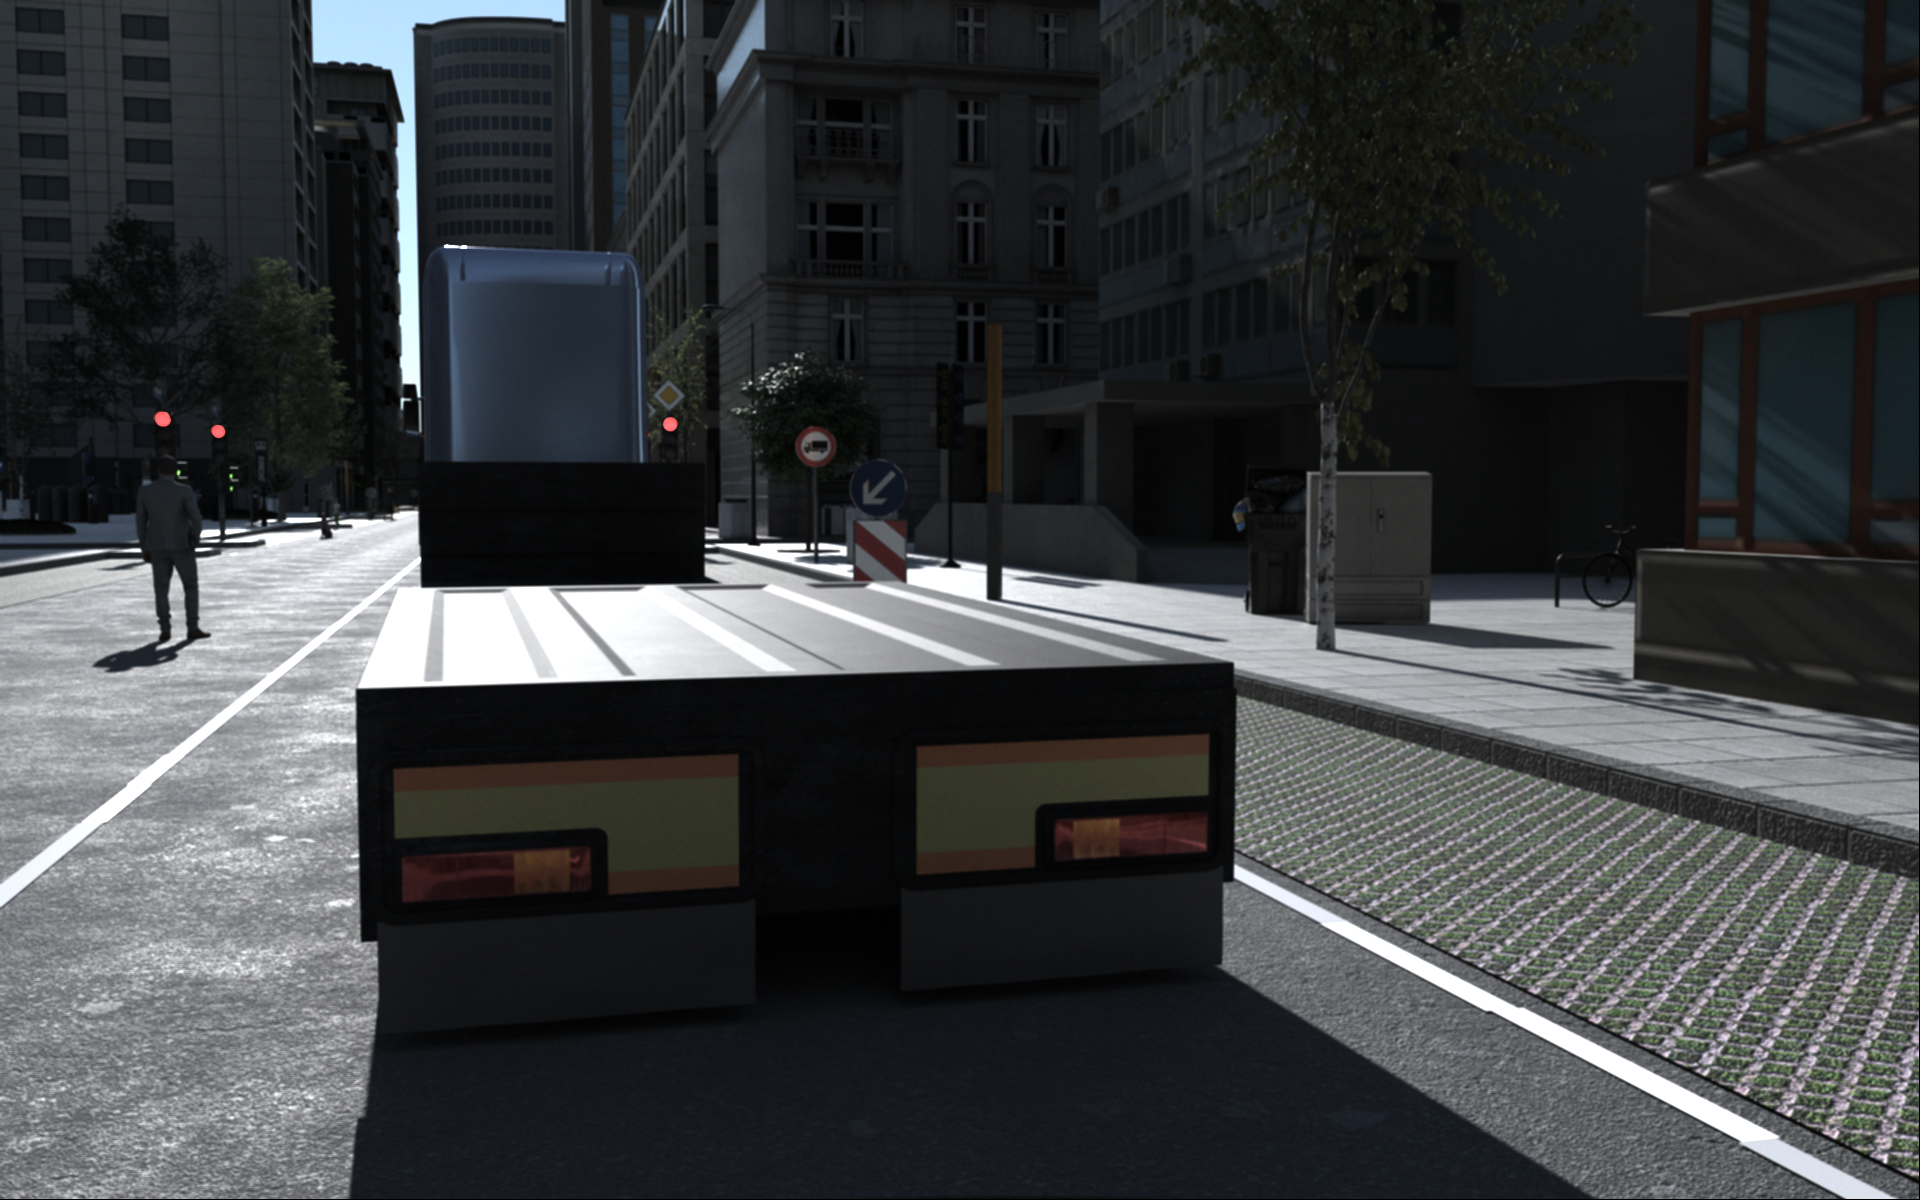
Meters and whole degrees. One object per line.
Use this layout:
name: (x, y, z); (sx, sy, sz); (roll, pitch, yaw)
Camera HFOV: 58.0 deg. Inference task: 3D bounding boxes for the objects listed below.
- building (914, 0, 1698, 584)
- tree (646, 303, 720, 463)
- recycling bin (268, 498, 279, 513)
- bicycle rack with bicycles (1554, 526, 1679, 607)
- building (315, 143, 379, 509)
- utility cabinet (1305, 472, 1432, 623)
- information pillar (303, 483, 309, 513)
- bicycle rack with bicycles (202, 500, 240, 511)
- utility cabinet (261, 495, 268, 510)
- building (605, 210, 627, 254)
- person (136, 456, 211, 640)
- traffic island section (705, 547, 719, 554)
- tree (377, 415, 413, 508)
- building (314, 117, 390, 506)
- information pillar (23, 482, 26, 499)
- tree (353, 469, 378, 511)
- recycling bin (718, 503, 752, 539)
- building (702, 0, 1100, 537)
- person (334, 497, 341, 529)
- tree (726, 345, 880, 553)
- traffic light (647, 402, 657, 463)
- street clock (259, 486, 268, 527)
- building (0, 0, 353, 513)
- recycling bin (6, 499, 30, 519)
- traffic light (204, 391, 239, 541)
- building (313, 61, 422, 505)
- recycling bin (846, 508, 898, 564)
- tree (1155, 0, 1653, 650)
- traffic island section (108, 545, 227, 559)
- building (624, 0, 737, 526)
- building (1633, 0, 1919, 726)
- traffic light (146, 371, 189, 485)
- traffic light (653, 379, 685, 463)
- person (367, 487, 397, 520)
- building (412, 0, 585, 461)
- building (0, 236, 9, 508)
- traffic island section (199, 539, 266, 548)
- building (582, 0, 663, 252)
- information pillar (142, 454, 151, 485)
building: (16.337, -20.955, 34.492); (32.217, 40.220, 23.993); (-1, 4, -15)
tree: (-10.736, -7.069, 65.940); (4.360, 8.622, 3.978); (0, 3, 0)
recycling bin: (-42.030, -5.736, 106.340); (0.722, 1.027, 0.722); (-3, 5, -41)
bicycle rack with bicycles: (8.096, -0.346, 19.041); (2.925, 0.926, 2.852); (-1, 4, -18)
building: (-56.623, -22.796, 144.417); (14.160, 30.474, 14.107); (-1, 4, -15)
utility cabinet: (4.030, -0.515, 17.106); (1.173, 1.500, 0.318); (0, 4, 3)
information pillar: (-43.415, -6.756, 114.954); (0.304, 2.012, 0.304); (-3, 4, -36)
bicycle rack with bicycles: (-44.253, -5.461, 102.667); (2.852, 0.926, 2.925); (3, 4, 38)
utility cabinet: (-41.512, -5.637, 103.322); (0.306, 1.237, 1.020); (-1, 4, -16)
building: (-17.078, -17.035, 114.675); (11.583, 22.565, 21.152); (-1, 4, -15)
person: (-7.781, -0.520, 17.095); (0.635, 1.810, 0.391); (-1, 4, -16)
traffic island section: (-7.105, -1.245, 42.640); (2.009, 0.180, 2.903); (-1, 4, -15)
tree: (-52.024, -12.733, 158.551); (4.737, 8.622, 4.395); (0, 3, 0)
building: (-70.062, -29.399, 172.562); (23.993, 40.220, 32.217); (-1, 4, -15)
information pillar: (-59.026, -6.413, 109.349); (0.304, 2.012, 0.304); (-1, 4, -11)
tree: (-45.006, -8.387, 131.730); (1.663, 3.219, 1.824); (0, 3, 0)
recycling bin: (-6.542, -2.313, 50.366); (0.722, 1.027, 0.722); (-3, 5, -40)
building: (3.888, -13.349, 60.063); (24.055, 21.916, 13.314); (-1, 4, -15)
person: (-25.335, -3.530, 70.456); (0.306, 1.304, 0.590); (0, 4, 7)
tree: (-3.441, -3.336, 38.263); (4.285, 4.588, 4.351); (0, 3, 0)
traffic light: (-9.192, -3.750, 50.235); (0.839, 4.253, 0.868); (-1, 4, -15)
street clock: (-27.513, -3.907, 68.445); (0.358, 2.002, 0.471); (-1, 4, -11)
building: (-55.723, -42.007, 125.061); (20.563, 71.187, 20.611); (-1, 4, -15)
recycling bin: (-44.214, -4.205, 81.310); (0.722, 1.027, 0.722); (1, 4, 9)
traffic light: (-20.171, -3.572, 47.319); (0.839, 4.253, 0.868); (-1, 4, -15)
building: (-80.037, -38.016, 210.792); (27.495, 52.752, 28.713); (-1, 4, -15)
recycling bin: (-1.615, -1.175, 31.772); (0.722, 1.027, 0.722); (-2, 4, -33)
tree: (3.257, -3.895, 14.045); (4.737, 8.622, 4.395); (0, 3, 0)
traffic island section: (-18.167, -1.067, 39.724); (2.009, 0.180, 2.903); (-1, 4, -15)
building: (-5.982, -17.348, 88.158); (19.350, 26.468, 34.151); (-1, 4, -15)
building: (21.723, -9.534, 0.920); (27.650, 21.520, 28.899); (-1, 4, -15)
traffic light: (-18.125, -3.100, 39.600); (0.839, 4.253, 0.868); (-1, 4, -15)
traffic light: (-7.146, -3.278, 42.515); (0.839, 4.253, 0.868); (-1, 4, -15)
person: (-31.446, -5.237, 94.342); (1.509, 1.804, 0.699); (0, 4, 0)
building: (-51.994, -41.071, 213.515); (28.212, 58.520, 21.231); (-1, 4, -15)
building: (-96.820, -31.536, 170.233); (28.867, 44.769, 22.147); (-1, 4, -15)
traffic island section: (-20.213, -1.539, 47.443); (2.009, 0.180, 2.903); (-1, 4, -15)
building: (-23.657, -30.169, 143.374); (14.600, 45.320, 14.200); (-1, 4, -15)
information pillar: (-47.330, -6.698, 100.868); (0.504, 3.616, 0.183); (0, 3, 0)
